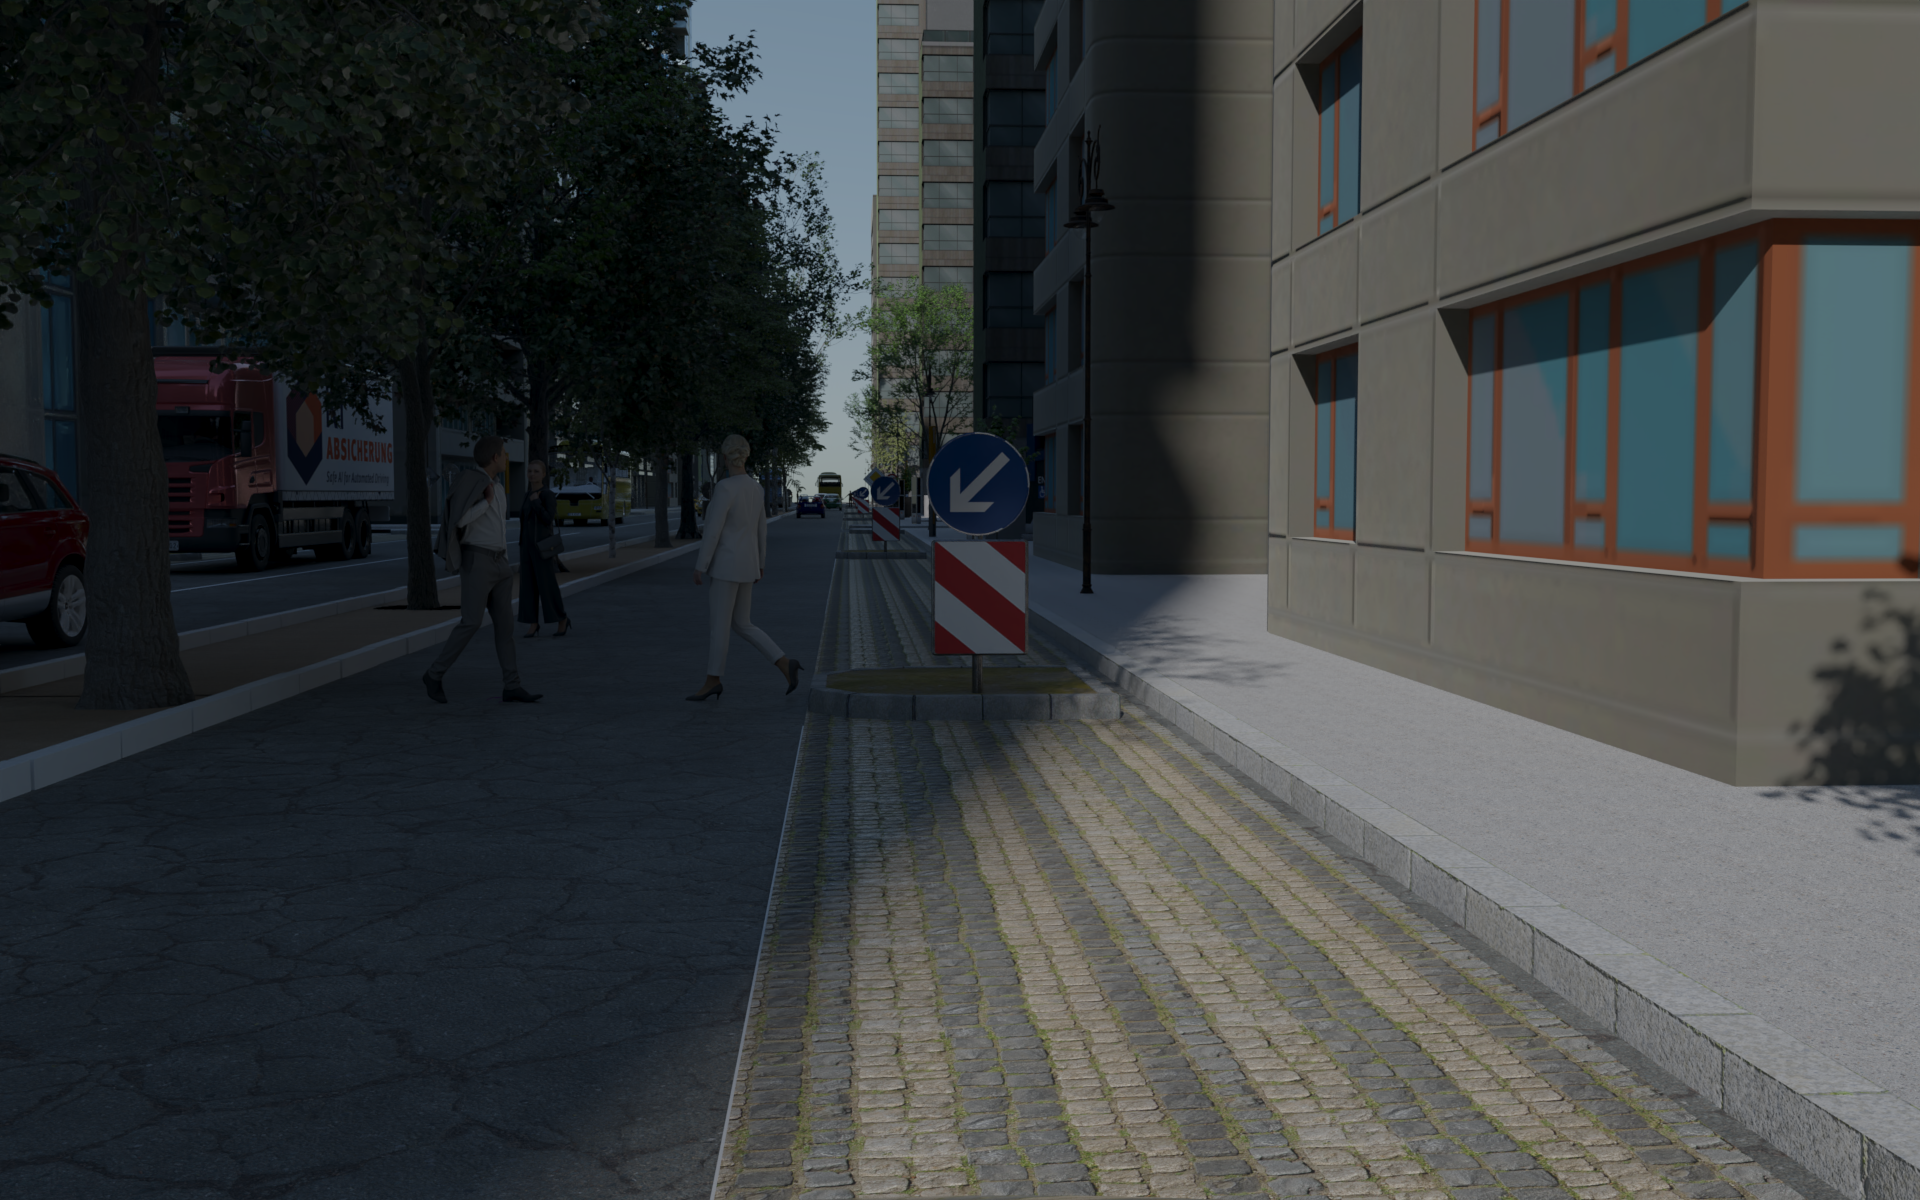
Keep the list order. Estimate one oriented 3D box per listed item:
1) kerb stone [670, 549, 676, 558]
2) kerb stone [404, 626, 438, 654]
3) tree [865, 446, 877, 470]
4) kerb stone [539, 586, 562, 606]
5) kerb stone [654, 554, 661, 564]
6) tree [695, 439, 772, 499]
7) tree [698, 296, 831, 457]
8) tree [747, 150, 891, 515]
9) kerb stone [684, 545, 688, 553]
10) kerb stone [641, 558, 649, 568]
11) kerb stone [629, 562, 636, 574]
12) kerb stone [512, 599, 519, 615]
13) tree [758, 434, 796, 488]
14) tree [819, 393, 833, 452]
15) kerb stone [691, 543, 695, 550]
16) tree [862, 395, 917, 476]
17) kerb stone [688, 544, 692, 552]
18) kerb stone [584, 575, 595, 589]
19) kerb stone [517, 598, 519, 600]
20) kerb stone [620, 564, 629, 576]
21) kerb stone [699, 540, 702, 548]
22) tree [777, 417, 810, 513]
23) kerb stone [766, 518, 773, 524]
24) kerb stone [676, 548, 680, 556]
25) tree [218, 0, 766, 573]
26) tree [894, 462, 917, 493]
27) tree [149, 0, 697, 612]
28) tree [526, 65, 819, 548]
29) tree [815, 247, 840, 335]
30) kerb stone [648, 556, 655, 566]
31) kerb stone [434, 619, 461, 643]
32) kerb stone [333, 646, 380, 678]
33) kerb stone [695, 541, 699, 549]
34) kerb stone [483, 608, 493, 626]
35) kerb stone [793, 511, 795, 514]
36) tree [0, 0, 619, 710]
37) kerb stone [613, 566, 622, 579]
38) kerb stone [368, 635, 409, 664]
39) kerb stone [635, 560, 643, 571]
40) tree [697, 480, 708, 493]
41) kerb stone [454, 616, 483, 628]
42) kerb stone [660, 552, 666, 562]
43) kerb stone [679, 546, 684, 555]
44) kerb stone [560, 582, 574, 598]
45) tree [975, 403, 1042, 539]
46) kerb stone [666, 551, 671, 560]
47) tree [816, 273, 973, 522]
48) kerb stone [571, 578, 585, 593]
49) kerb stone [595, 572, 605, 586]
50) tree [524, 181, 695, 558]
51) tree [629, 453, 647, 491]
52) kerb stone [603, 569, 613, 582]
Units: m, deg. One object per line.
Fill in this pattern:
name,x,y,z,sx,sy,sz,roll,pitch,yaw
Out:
kerb stone,-6.493,-0.999,38.523,0.120,0.150,1.000,0,4,-4
kerb stone,-5.034,0.378,16.016,0.120,0.150,1.000,0,4,-4
tree,-10.823,-17.356,234.131,4.360,8.622,3.978,0,3,0
kerb stone,-5.507,-0.059,23.166,0.120,0.150,1.000,0,4,-4
kerb stone,-6.296,-0.805,35.455,0.120,0.150,1.000,0,4,-4
tree,-8.839,-6.672,61.901,4.360,8.622,3.978,0,3,0
tree,-10.522,-8.939,83.021,8.767,10.594,7.601,0,4,-4
tree,-10.323,-14.431,94.294,12.611,20.169,13.585,0,3,0
kerb stone,-6.696,-1.180,41.590,0.120,0.150,1.000,0,4,-4
kerb stone,-6.165,-0.681,33.411,0.120,0.150,1.000,0,4,-4
kerb stone,-6.028,-0.561,31.365,0.120,0.150,1.000,0,4,-4
kerb stone,-5.299,0.128,20.098,0.120,0.150,1.000,0,4,-4
tree,-13.461,-10.542,125.181,4.737,8.622,4.395,0,3,0
tree,-11.568,-11.255,104.596,7.486,12.596,7.792,0,3,0
kerb stone,-6.834,-1.311,43.632,0.120,0.150,1.000,0,4,-4
tree,-5.029,-10.882,128.289,4.737,8.622,4.395,0,3,0
kerb stone,-6.755,-1.249,42.612,0.120,0.150,1.000,0,4,-4
kerb stone,-5.699,-0.247,26.240,0.120,0.150,1.000,0,4,-4
kerb stone,-5.369,0.066,21.118,0.120,0.150,1.000,0,4,-4
kerb stone,-5.961,-0.497,30.338,0.120,0.150,1.000,0,4,-4
kerb stone,-6.956,-1.430,45.678,0.120,0.150,1.000,0,4,-4
tree,-14.433,-11.709,144.258,4.360,8.622,3.978,0,3,0
kerb stone,-9.709,-4.024,88.162,0.120,0.150,1.000,0,4,-4
kerb stone,-6.556,-1.058,39.545,0.120,0.150,1.000,0,4,-4
tree,-7.606,-6.820,30.967,9.611,12.733,9.660,0,3,0
tree,-3.255,-6.637,103.115,1.663,3.219,1.824,0,3,0
tree,-6.759,-5.686,21.182,9.928,11.665,9.643,0,3,0
tree,-7.767,-7.623,45.221,7.486,12.596,7.792,0,3,0
tree,-8.644,-8.271,54.702,9.611,12.733,9.660,0,3,0
kerb stone,-6.231,-0.744,34.431,0.120,0.150,1.000,0,4,-4
kerb stone,-5.099,0.321,17.036,0.120,0.150,1.000,0,4,-4
kerb stone,-4.900,0.507,13.976,0.120,0.150,1.000,0,4,-4
kerb stone,-6.892,-1.374,44.652,0.120,0.150,1.000,0,4,-4
kerb stone,-5.238,0.192,19.076,0.120,0.150,1.000,0,4,-4
kerb stone,-11.896,-6.097,121.920,0.120,0.150,1.000,0,4,-4
tree,-5.544,-6.244,11.195,9.857,13.997,8.962,0,3,0
kerb stone,-5.898,-0.436,29.318,0.120,0.150,1.000,0,4,-4
kerb stone,-4.981,0.442,14.995,0.120,0.150,1.000,0,4,-4
kerb stone,-6.098,-0.620,32.391,0.120,0.150,1.000,0,4,-4
tree,-30.558,-13.049,207.960,1.663,3.219,1.824,0,3,0
kerb stone,-5.167,0.253,18.056,0.120,0.150,1.000,0,4,-4
kerb stone,-6.354,-0.873,36.476,0.120,0.150,1.000,0,4,-4
kerb stone,-6.623,-1.118,40.566,0.120,0.150,1.000,0,4,-4
kerb stone,-5.562,-0.116,24.191,0.120,0.150,1.000,0,4,-4
tree,0.748,-2.607,37.220,1.663,3.219,1.824,0,3,0
kerb stone,-6.429,-0.932,37.502,0.120,0.150,1.000,0,4,-4
tree,-1.230,-9.480,80.751,9.928,11.665,9.643,0,3,0
kerb stone,-5.636,-0.185,25.218,0.120,0.150,1.000,0,4,-4
kerb stone,-5.760,-0.305,27.268,0.120,0.150,1.000,0,4,-4
tree,-7.805,-5.246,38.595,4.737,8.622,4.395,0,3,0
tree,-27.342,-11.739,142.295,4.360,8.622,3.978,0,3,0
kerb stone,-5.832,-0.373,28.288,0.120,0.150,1.000,0,4,-4
